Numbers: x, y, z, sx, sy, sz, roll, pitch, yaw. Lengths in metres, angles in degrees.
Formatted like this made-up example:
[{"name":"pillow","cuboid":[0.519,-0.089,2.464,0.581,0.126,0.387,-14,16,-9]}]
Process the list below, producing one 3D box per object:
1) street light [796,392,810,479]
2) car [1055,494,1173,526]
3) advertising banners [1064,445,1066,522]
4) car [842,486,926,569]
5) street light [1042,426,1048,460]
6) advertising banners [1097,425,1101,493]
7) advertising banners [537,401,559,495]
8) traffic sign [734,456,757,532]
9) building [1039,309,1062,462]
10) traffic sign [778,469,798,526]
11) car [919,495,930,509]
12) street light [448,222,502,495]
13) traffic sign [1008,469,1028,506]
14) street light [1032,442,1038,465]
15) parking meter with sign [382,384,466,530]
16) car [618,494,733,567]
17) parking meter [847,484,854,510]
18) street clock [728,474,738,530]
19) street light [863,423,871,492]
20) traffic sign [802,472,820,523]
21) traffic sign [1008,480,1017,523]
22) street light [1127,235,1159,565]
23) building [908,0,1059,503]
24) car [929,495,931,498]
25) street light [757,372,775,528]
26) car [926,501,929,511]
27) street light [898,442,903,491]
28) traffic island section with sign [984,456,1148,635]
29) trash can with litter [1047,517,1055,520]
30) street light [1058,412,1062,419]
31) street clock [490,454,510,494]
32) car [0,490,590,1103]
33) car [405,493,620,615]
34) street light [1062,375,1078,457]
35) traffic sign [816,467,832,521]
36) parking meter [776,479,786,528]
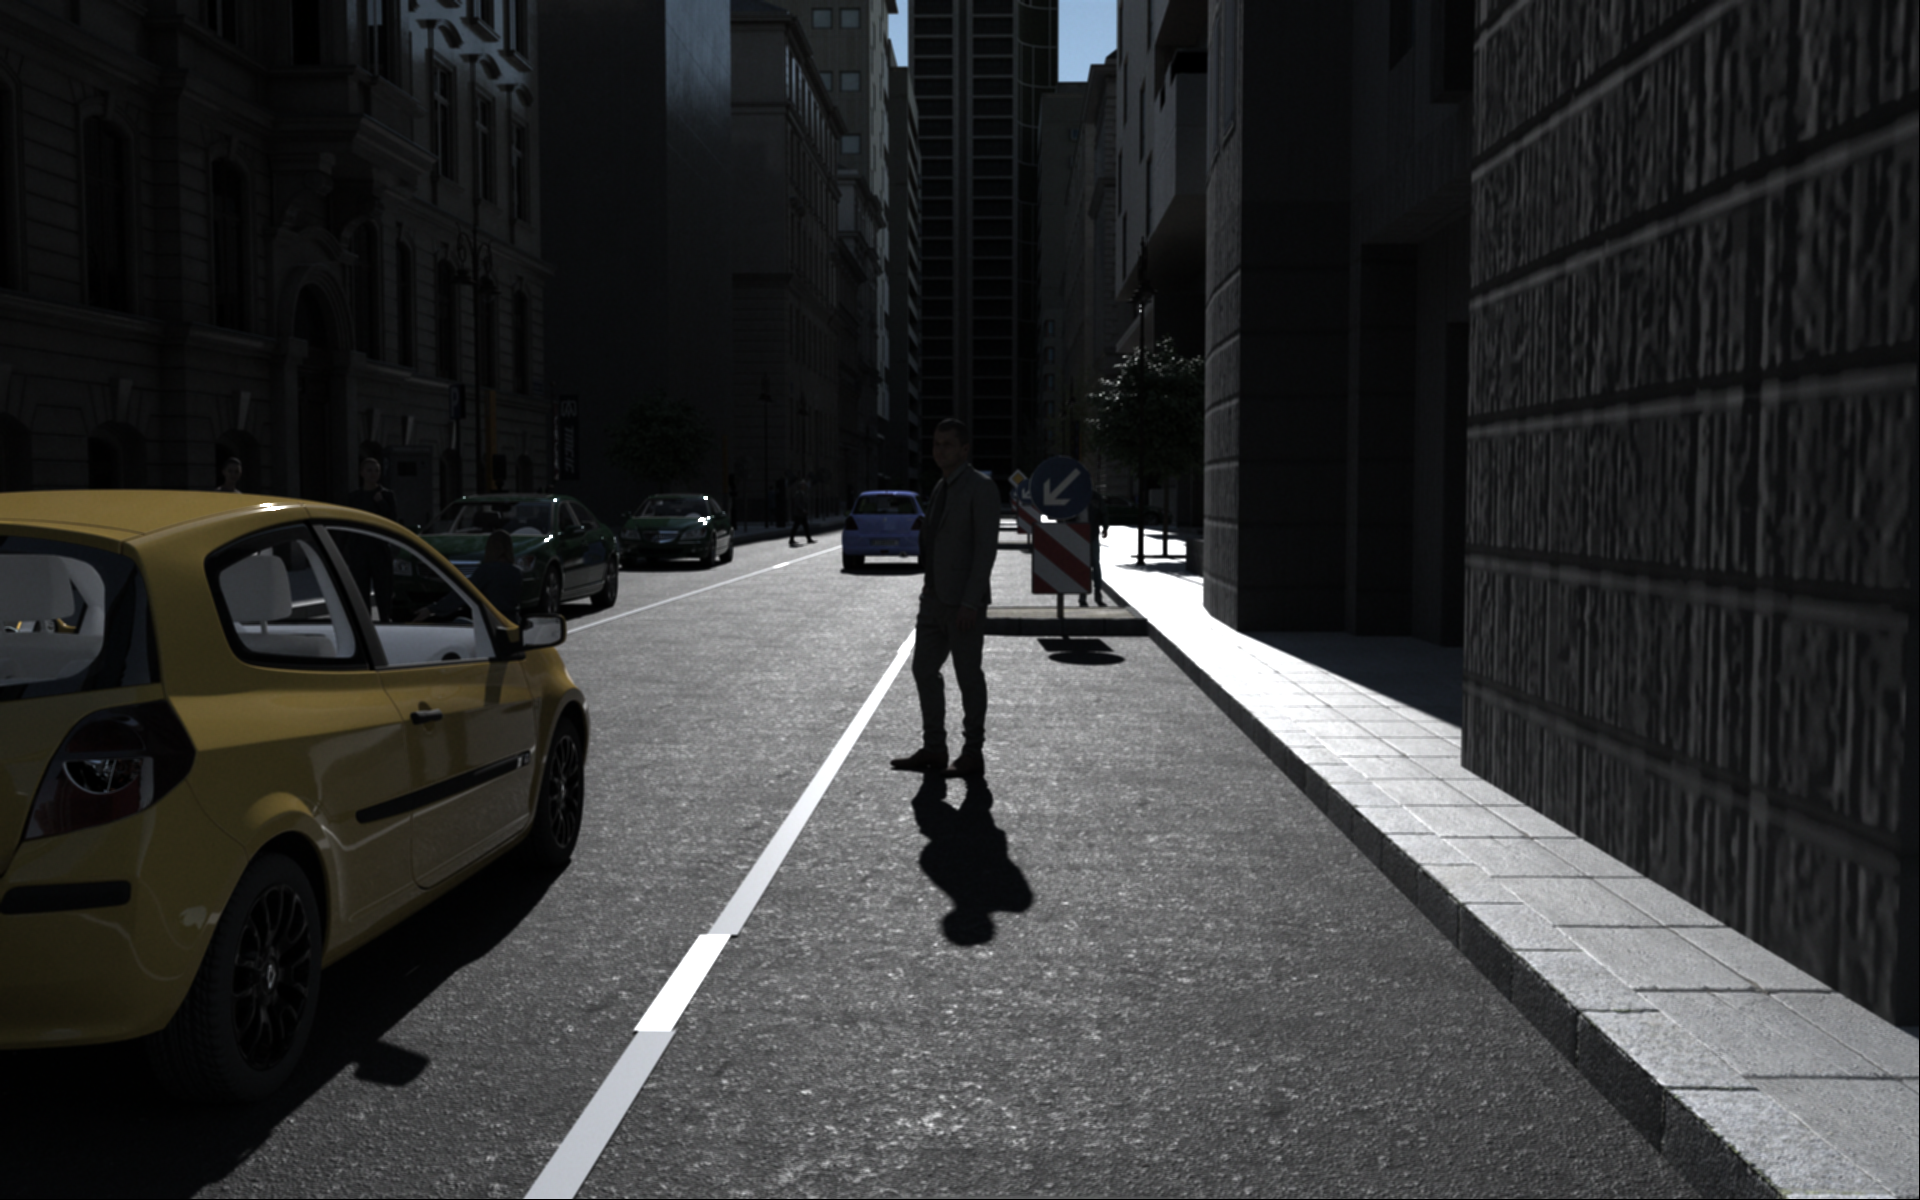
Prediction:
[{"name":"street light","cuboid":[-6.982,-6.384,77.168,0.468,5.910,1.993,0,4,2]},{"name":"car","cuboid":[6.395,-3.681,71.978,4.920,1.459,2.131,0,4,1]},{"name":"advertising banners","cuboid":[3.723,-3.999,61.567,0.090,3.025,2.074,0,4,3]},{"name":"car","cuboid":[-1.383,-1.525,34.528,1.945,1.707,3.694,0,4,1]},{"name":"street light","cuboid":[5.628,-8.684,114.775,0.468,5.910,1.993,0,4,2]},{"name":"advertising banners","cuboid":[3.530,-2.935,44.178,0.090,3.025,2.074,0,4,4]},{"name":"advertising banners","cuboid":[-7.646,-2.206,32.261,0.090,3.025,2.074,0,4,-3]},{"name":"traffic sign","cuboid":[-7.196,-3.544,58.046,0.768,2.556,0.104,0,4,3]},{"name":"building","cuboid":[22.114,-20.251,176.144,27.650,21.520,28.899,0,4,2]},{"name":"traffic sign","cuboid":[-6.802,-3.971,68.571,0.795,2.450,0.064,0,4,2]},{"name":"car","cuboid":[-3.027,-7.450,134.392,1.945,1.354,3.894,0,4,0]},{"name":"street light","cuboid":[-8.296,-3.486,29.782,0.468,5.910,1.993,0,4,2]},{"name":"traffic sign","cuboid":[2.289,-3.955,68.302,0.795,2.450,0.064,0,4,2]},{"name":"street light","cuboid":[6.537,-10.889,150.820,0.468,5.910,1.993,0,4,2]},{"name":"parking meter with sign","cuboid":[-8.687,-1.892,27.194,1.738,3.016,0.543,-2,4,-34]},{"name":"car","cuboid":[-5.742,-1.443,35.394,2.131,1.459,4.920,0,4,0]},{"name":"parking meter","cuboid":[-6.533,-5.986,103.581,0.255,1.863,0.399,2,4,30]},{"name":"street clock","cuboid":[-8.033,-3.477,61.417,0.358,2.002,0.471,1,4,12]},{"name":"street light","cuboid":[-6.010,-8.565,112.828,0.468,5.910,1.993,0,4,2]},{"name":"traffic sign","cuboid":[-6.583,-4.459,76.553,0.795,2.450,0.064,0,4,2]},{"name":"traffic sign","cuboid":[2.507,-4.443,76.284,0.795,2.450,0.064,0,4,2]},{"name":"street light","cuboid":[3.276,-3.574,31.225,0.468,5.910,1.993,0,4,2]},{"name":"building","cuboid":[3.479,-49.293,244.186,20.611,71.187,20.563,0,4,2]},{"name":"car","cuboid":[-2.160,-9.318,161.947,1.945,1.707,3.694,0,4,1]},{"name":"street light","cuboid":[-7.338,-5.674,65.551,0.468,5.910,1.993,0,4,2]},{"name":"car","cuboid":[-0.659,-4.679,85.302,1.959,1.807,4.718,0,4,3]},{"name":"street light","cuboid":[-5.052,-10.744,148.457,0.468,5.910,1.993,0,4,2]},{"name":"traffic island section with sign","cuboid":[0.958,-0.612,18.633,1.989,1.847,2.006,0,4,2]},{"name":"trash can with litter","cuboid":[4.744,-4.591,86.446,0.624,1.170,1.055,-2,4,-30]},{"name":"street light","cuboid":[4.703,-6.470,78.576,0.468,5.910,1.993,0,4,2]},{"name":"street clock","cuboid":[-8.416,-1.658,31.683,0.358,2.002,0.471,-1,4,-18]},{"name":"car","cuboid":[-2.403,0.287,5.531,2.015,1.641,3.980,0,4,2]},{"name":"car","cuboid":[-5.378,-0.547,20.748,2.131,1.459,4.920,0,4,2]},{"name":"street light","cuboid":[4.342,-5.798,67.592,0.468,5.910,1.993,0,4,2]},{"name":"traffic sign","cuboid":[-6.520,-5.062,82.876,0.768,2.556,0.104,0,4,8]},{"name":"parking meter","cuboid":[-6.856,-3.700,66.209,0.255,1.863,0.399,-2,4,-33]}]
